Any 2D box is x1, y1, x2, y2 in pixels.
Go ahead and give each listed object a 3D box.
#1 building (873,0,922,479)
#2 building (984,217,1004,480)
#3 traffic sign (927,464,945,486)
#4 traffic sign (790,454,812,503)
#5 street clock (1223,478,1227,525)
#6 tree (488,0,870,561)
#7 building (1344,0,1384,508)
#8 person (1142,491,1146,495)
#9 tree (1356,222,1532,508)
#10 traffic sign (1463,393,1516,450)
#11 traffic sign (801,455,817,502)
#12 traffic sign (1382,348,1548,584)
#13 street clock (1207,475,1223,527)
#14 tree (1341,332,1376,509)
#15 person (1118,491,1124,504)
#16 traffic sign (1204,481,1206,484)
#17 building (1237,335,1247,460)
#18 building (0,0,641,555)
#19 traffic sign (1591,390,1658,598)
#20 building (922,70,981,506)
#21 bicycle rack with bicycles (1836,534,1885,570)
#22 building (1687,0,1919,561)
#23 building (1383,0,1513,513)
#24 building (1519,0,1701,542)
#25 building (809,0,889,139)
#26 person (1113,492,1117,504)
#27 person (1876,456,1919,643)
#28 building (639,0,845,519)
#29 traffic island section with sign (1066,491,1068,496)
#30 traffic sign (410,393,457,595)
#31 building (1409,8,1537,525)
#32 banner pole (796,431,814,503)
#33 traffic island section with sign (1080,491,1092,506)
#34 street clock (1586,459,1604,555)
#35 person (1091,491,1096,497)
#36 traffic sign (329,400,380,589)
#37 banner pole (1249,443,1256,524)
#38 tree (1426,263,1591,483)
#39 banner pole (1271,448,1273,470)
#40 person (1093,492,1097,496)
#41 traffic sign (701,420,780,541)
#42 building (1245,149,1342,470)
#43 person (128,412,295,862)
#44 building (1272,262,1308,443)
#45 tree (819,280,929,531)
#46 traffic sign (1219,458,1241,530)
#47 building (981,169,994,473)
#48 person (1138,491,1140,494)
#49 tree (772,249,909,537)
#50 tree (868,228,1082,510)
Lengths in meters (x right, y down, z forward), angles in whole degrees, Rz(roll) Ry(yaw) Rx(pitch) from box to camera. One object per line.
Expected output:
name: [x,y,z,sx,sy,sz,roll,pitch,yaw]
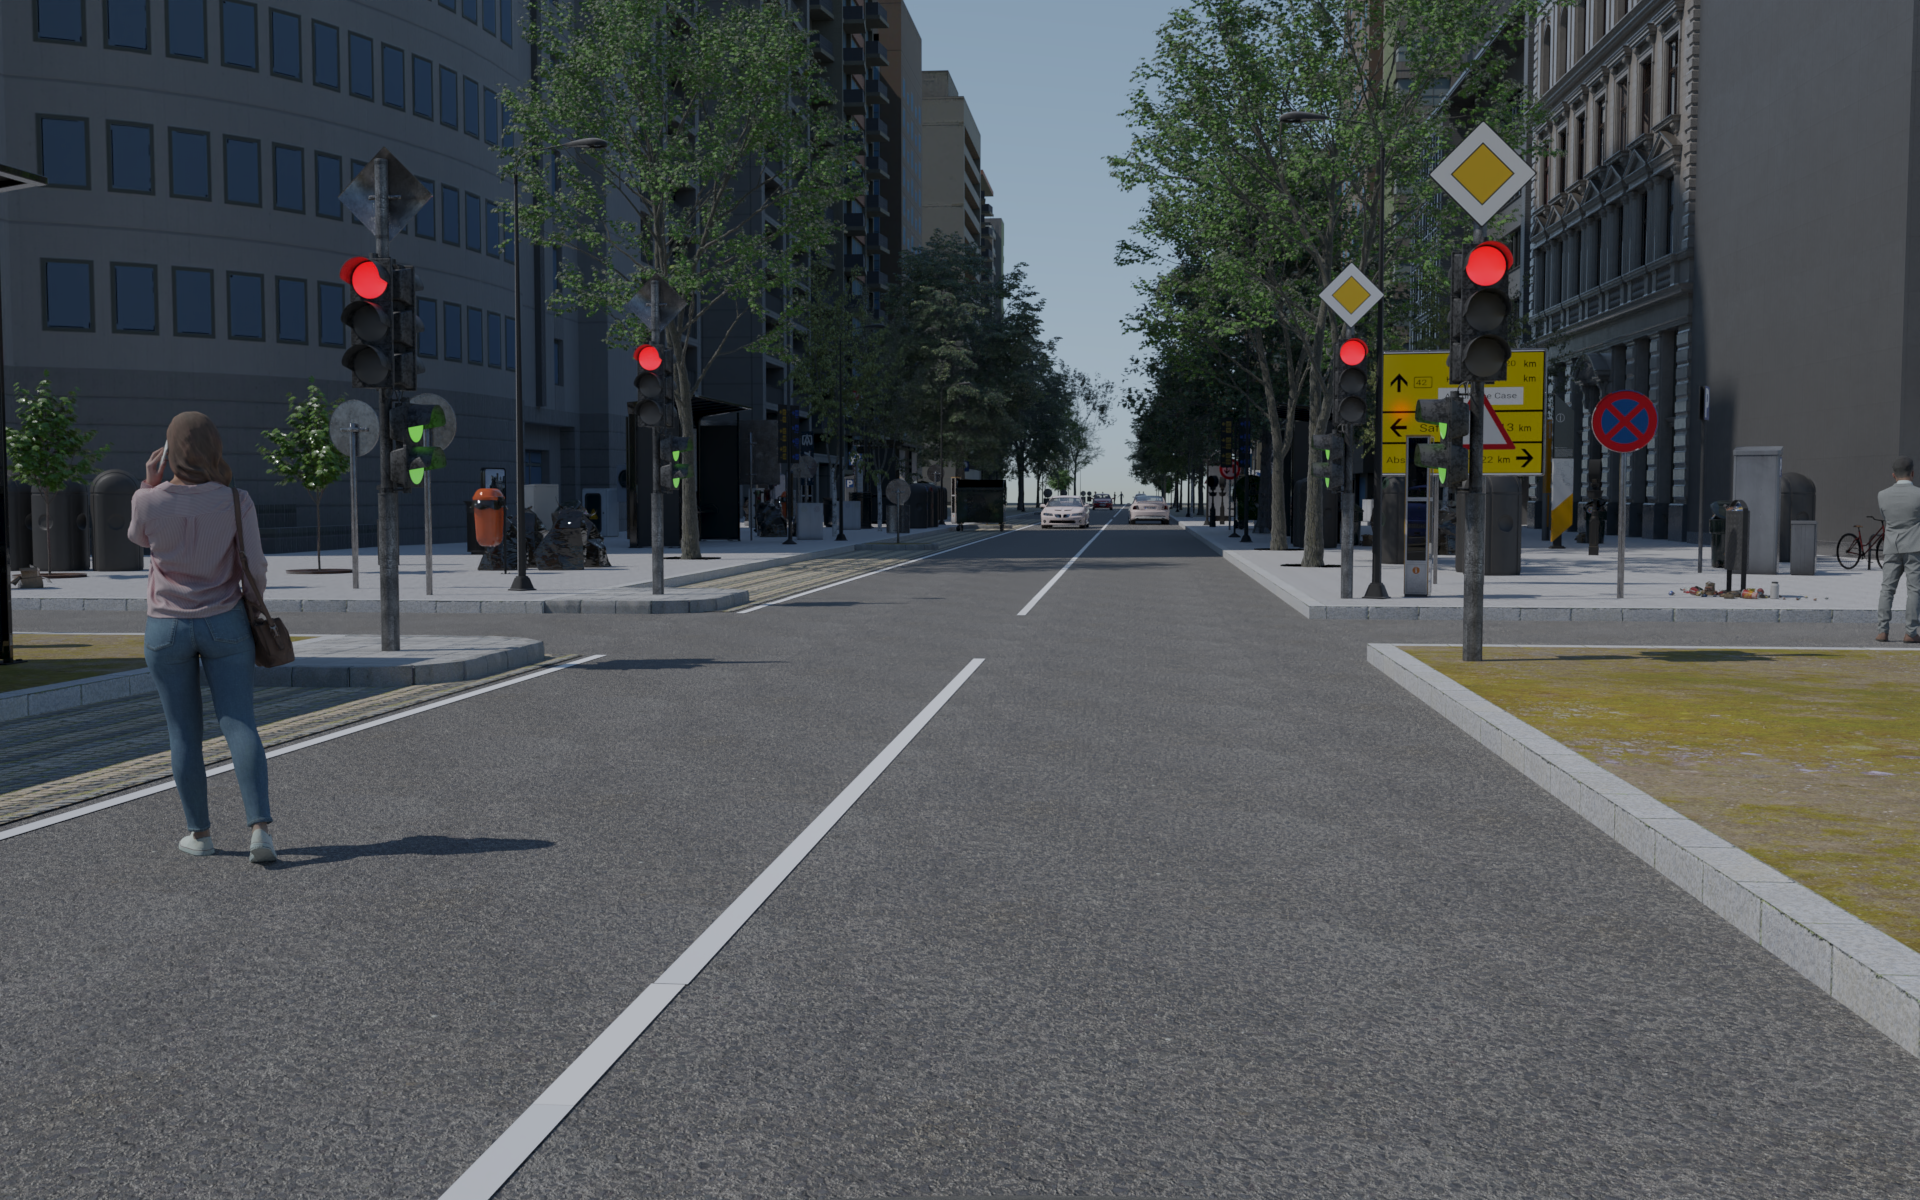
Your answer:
building: [-11.117,-30.894,155.233,14.600,45.320,14.200,0,4,6]
building: [-1.162,-34.647,250.074,14.154,41.232,14.086,0,4,6]
traffic sign: [-1.041,-4.517,73.954,0.768,2.556,0.104,1,4,12]
traffic sign: [-5.216,-3.430,56.079,0.884,2.594,0.081,1,4,9]
street clock: [10.987,-4.156,72.522,0.358,2.002,0.471,1,4,17]
tree: [-5.449,-6.601,33.688,9.928,11.665,9.643,0,3,0]
building: [34.303,-28.739,119.999,14.600,45.320,14.200,0,4,6]
person: [25.179,-14.022,237.891,1.348,1.807,0.705,-1,4,-9]
tree: [13.074,-5.870,46.341,4.737,8.622,4.395,0,3,0]
traffic sign: [6.220,-1.276,20.860,0.884,2.594,0.081,0,4,6]
traffic sign: [-5.068,-3.478,56.969,0.768,2.556,0.104,1,4,13]
traffic sign: [7.077,-1.872,24.479,2.265,3.308,0.079,1,4,13]
street clock: [9.816,-3.832,67.228,0.358,2.002,0.471,-2,4,-26]
tree: [14.386,-7.029,65.284,4.360,8.622,3.978,0,3,0]
person: [22.302,-14.139,239.755,0.705,1.814,1.350,-2,4,-34]
traffic sign: [13.086,-5.492,89.803,0.884,2.594,0.081,1,4,12]
building: [46.693,-36.374,244.818,14.600,45.320,14.200,0,4,6]
building: [-23.133,-30.898,47.189,21.231,58.520,28.212,0,4,6]
traffic sign: [8.131,-1.293,21.251,0.768,2.556,0.104,1,4,15]
building: [-9.116,-35.448,203.278,21.300,48.544,21.600,0,4,6]
bicycle rack with bicycles: [16.197,-0.911,28.284,2.852,0.926,2.925,0,4,-3]
building: [30.078,-14.842,36.178,24.014,27.812,14.314,0,4,6]
building: [32.770,-25.841,106.090,14.154,41.232,14.086,0,4,6]
building: [25.011,-13.790,54.340,11.050,23.489,19.941,0,4,6]
building: [-17.456,-29.337,134.288,22.147,44.769,28.867,0,4,6]
person: [22.233,-14.572,247.277,0.750,1.759,0.617,3,5,40]
person: [9.173,-0.495,16.780,0.511,1.800,0.466,3,4,36]
building: [-18.222,-41.008,108.739,20.563,71.187,20.611,0,4,6]
traffic island section with sign: [8.961,-8.556,148.514,1.989,1.847,2.006,0,4,6]
traffic sign: [-6.742,-1.335,21.932,0.768,2.556,0.104,1,4,8]
building: [29.875,-15.907,79.140,14.314,24.678,30.058,0,4,6]
banner pole: [-5.496,-4.321,60.664,0.863,3.779,0.401,1,4,11]
traffic island section with sign: [17.301,-13.579,230.639,1.989,1.847,2.006,0,4,6]
street clock: [13.288,-1.938,36.264,0.358,2.002,0.471,2,4,26]
person: [15.924,-12.031,205.741,0.750,1.759,0.617,0,4,-1]
traffic sign: [-8.197,-1.426,23.423,0.768,2.556,0.104,1,4,13]
banner pole: [12.450,-5.147,74.165,0.401,3.779,0.863,-2,4,-33]
tree: [17.002,-6.315,53.616,4.360,8.622,3.978,0,3,0]
banner pole: [14.553,-5.580,81.249,0.863,3.779,0.401,-1,4,-8]
person: [18.738,-13.986,237.990,1.217,1.723,0.721,-2,4,-29]
traffic sign: [-6.067,-3.288,47.632,2.265,3.308,0.079,0,4,6]
building: [47.604,-34.772,223.139,22.147,44.769,28.867,0,4,6]
person: [-2.914,0.142,6.770,0.593,1.750,0.643,-2,4,-25]
building: [42.726,-26.332,202.226,14.160,30.474,14.107,0,4,6]
tree: [-2.790,-6.659,59.240,4.360,8.622,3.978,0,3,0]
traffic sign: [9.602,-3.761,61.604,0.768,2.556,0.104,1,4,13]
building: [-7.160,-35.132,229.026,22.147,44.769,28.867,0,4,6]
person: [23.881,-13.596,230.878,1.350,1.814,0.705,0,4,1]
tree: [-3.718,-6.205,51.810,4.737,8.622,4.395,0,3,0]
tree: [0.033,-10.761,82.591,9.857,13.997,8.962,0,3,0]
